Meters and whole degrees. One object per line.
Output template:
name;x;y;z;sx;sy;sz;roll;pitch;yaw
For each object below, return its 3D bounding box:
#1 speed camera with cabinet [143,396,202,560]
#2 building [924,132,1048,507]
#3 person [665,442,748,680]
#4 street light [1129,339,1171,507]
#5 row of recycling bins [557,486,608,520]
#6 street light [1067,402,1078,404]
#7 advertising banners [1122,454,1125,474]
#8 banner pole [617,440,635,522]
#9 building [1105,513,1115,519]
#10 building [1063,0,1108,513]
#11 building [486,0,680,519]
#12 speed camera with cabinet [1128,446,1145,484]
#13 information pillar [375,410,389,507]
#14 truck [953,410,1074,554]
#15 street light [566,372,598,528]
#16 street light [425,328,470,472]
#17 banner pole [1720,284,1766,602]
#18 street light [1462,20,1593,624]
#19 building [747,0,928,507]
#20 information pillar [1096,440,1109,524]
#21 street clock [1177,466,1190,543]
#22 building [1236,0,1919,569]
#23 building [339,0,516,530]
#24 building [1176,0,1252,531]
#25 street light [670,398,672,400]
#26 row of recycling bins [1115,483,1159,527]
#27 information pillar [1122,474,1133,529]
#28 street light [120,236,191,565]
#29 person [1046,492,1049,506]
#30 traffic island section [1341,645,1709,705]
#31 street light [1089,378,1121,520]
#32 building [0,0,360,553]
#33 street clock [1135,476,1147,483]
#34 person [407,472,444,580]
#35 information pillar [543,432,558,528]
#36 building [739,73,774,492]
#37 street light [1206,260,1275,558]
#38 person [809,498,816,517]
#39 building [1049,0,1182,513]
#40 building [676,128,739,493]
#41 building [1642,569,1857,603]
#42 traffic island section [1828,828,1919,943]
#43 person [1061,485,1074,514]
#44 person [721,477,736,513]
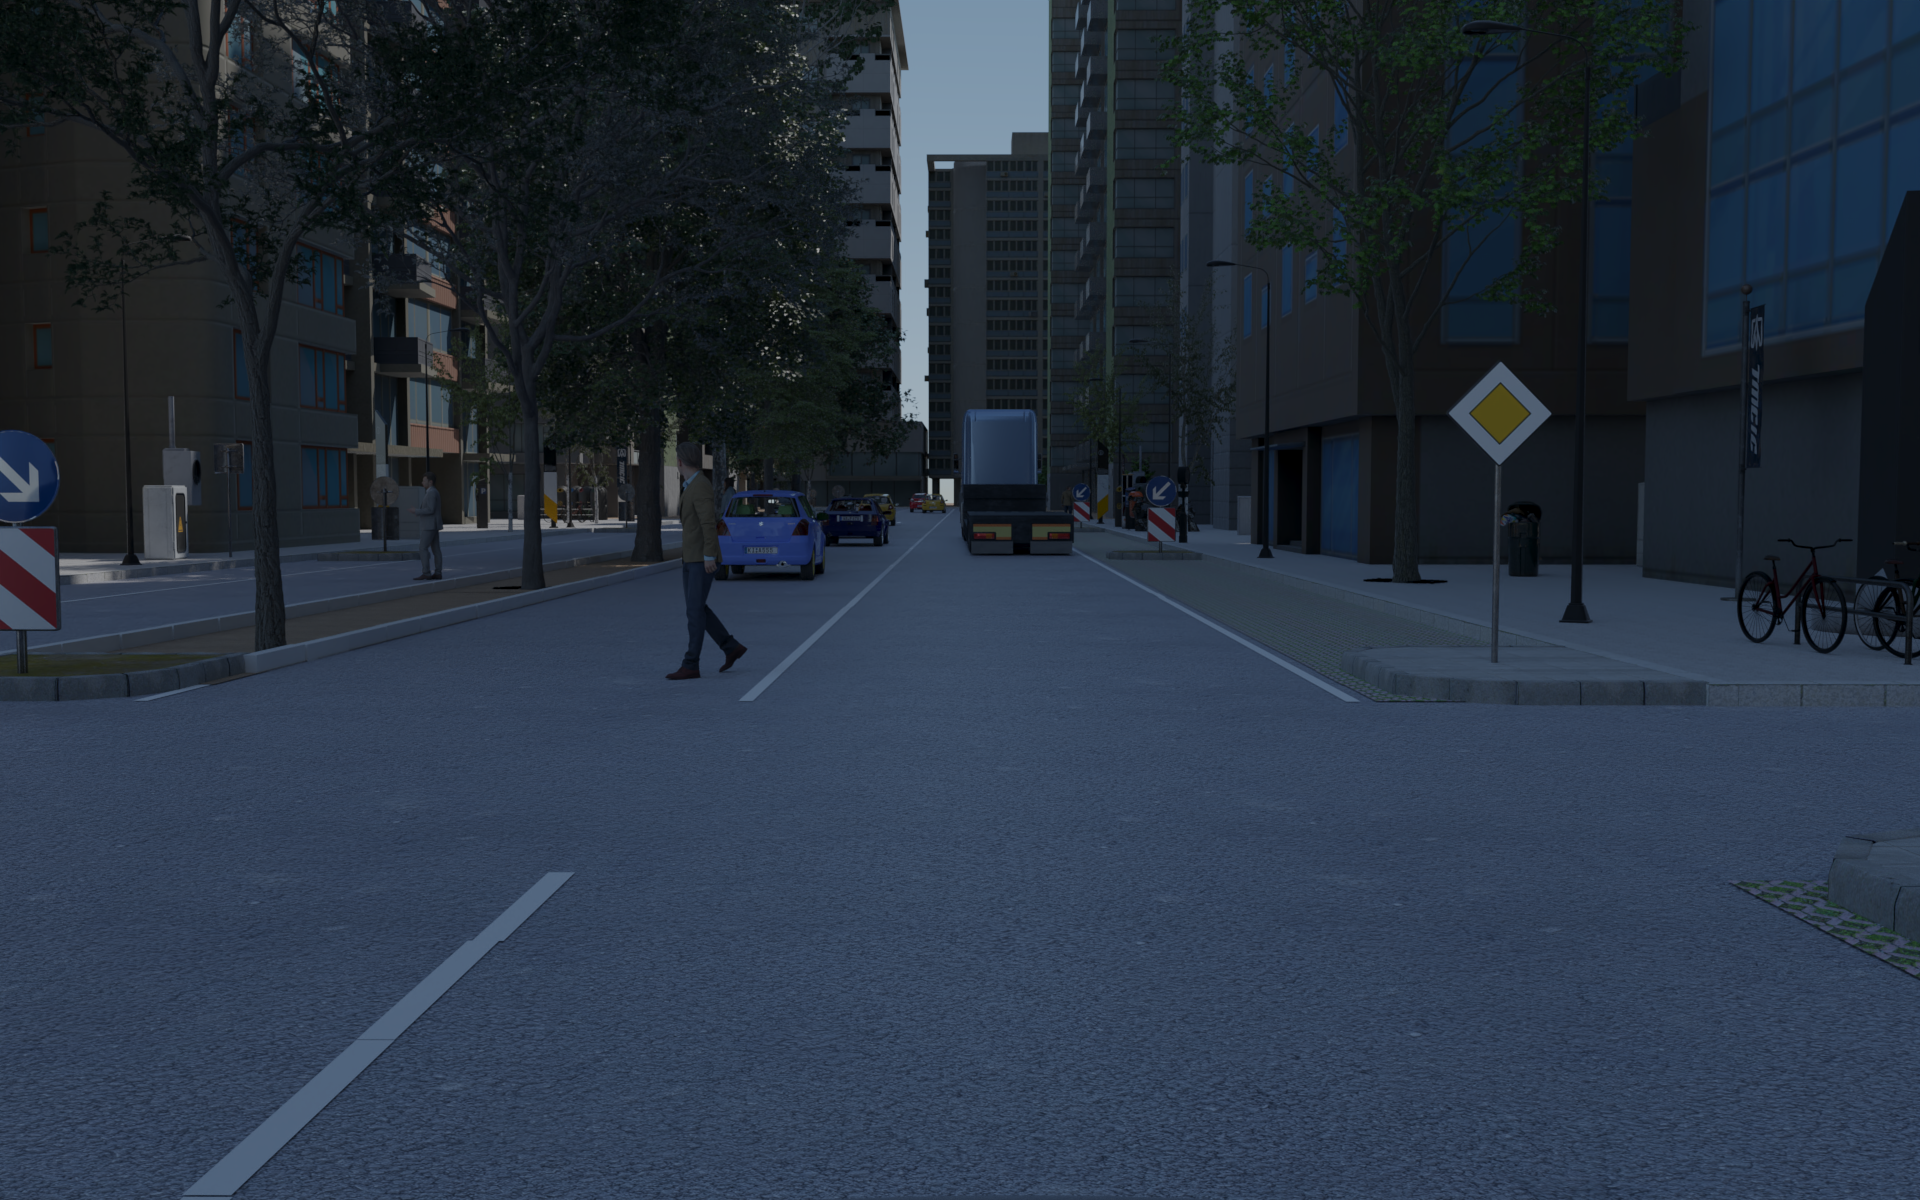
speed camera with cabinet;-15.666;-2.455;34.472;0.660;3.252;2.038;-1;4;-9
building;8.249;-30.375;188.508;23.993;40.220;32.217;0;4;0
person;-2.040;-0.320;13.640;0.656;1.842;0.836;3;5;43
street light;5.749;-4.857;51.960;1.470;5.913;1.316;0;4;0
row of recycling bins;-18.820;-4.829;86.060;3.534;1.692;1.069;3;4;37
street light;6.032;-7.005;87.078;1.470;5.913;1.316;0;4;0
advertising banners;7.402;-4.935;76.876;0.090;3.025;2.074;1;4;18
banner pole;-15.500;-5.520;80.267;0.863;3.779;0.401;0;4;-3
building;15.057;-25.232;96.143;14.154;41.232;14.086;0;4;0
building;19.423;-30.496;118.212;23.786;49.044;30.456;0;4;0
building;-23.810;-25.194;95.516;14.154;41.232;14.086;0;4;0
speed camera with cabinet;7.130;-4.723;71.561;0.660;3.252;2.038;0;4;-6
information pillar;-16.118;-3.484;48.311;0.504;3.616;0.183;3;5;39
truck;1.332;-3.646;49.369;2.967;4.110;18.799;0;4;-1
street light;-14.363;-5.723;66.109;1.470;5.913;1.316;0;4;0
street light;-14.383;-4.648;48.528;1.470;5.913;1.316;0;4;0
banner pole;9.348;-1.865;20.516;0.401;3.779;0.863;0;4;6
street light;5.625;-2.730;17.170;1.470;5.913;1.316;0;4;0
building;-17.513;-36.453;185.251;27.495;52.752;28.713;0;4;0
information pillar;6.133;-5.084;74.484;0.504;3.616;0.183;0;3;0
street clock;5.870;-2.504;45.505;0.358;2.002;0.471;1;4;23
building;14.038;-23.648;36.755;14.600;45.320;14.200;0;4;0
building;-30.611;-25.258;67.588;22.147;44.769;28.867;0;4;0
building;20.039;-32.482;73.082;21.231;58.520;28.212;0;4;0
street light;-14.159;-6.787;83.503;1.470;5.913;1.316;0;4;0
row of recycling bins;6.798;-3.619;66.288;1.069;1.692;3.534;-1;4;-11
information pillar;6.196;-3.643;64.055;0.304;2.012;0.304;-2;4;-35
street light;-14.450;-3.584;31.133;1.470;5.913;1.316;0;4;0
person;4.168;-4.709;85.333;0.795;1.843;0.661;3;4;36
traffic island section;4.087;0.556;13.189;2.009;0.180;2.903;0;4;0
street light;5.855;-5.921;69.355;1.470;5.913;1.316;0;4;0
building;-30.004;-11.403;31.479;27.650;21.520;28.899;0;4;0
street clock;7.234;-3.958;69.276;0.358;2.002;0.471;3;5;41
person;-8.935;-1.239;28.961;0.583;1.804;0.606;-1;4;-12
information pillar;-15.428;-4.522;65.289;0.504;3.616;0.183;-1;4;-14
building;-28.380;-27.871;147.573;23.993;40.220;32.217;0;4;0
street light;5.591;-3.794;34.566;1.470;5.913;1.316;0;4;0
person;-4.574;-2.422;52.372;0.425;1.301;0.394;-2;4;-33
building;14.090;-27.958;140.713;14.154;41.232;14.086;0;4;0
building;-22.068;-20.686;109.916;14.160;30.474;14.107;0;4;0
building;17.172;-22.512;18.182;14.200;45.320;14.600;0;4;0
traffic island section;4.037;1.044;5.204;2.009;0.180;2.903;0;4;0
person;5.107;-4.471;81.514;0.656;1.842;0.836;0;4;-3
person;-4.935;-1.743;37.265;0.793;1.790;0.793;-3;5;-41
